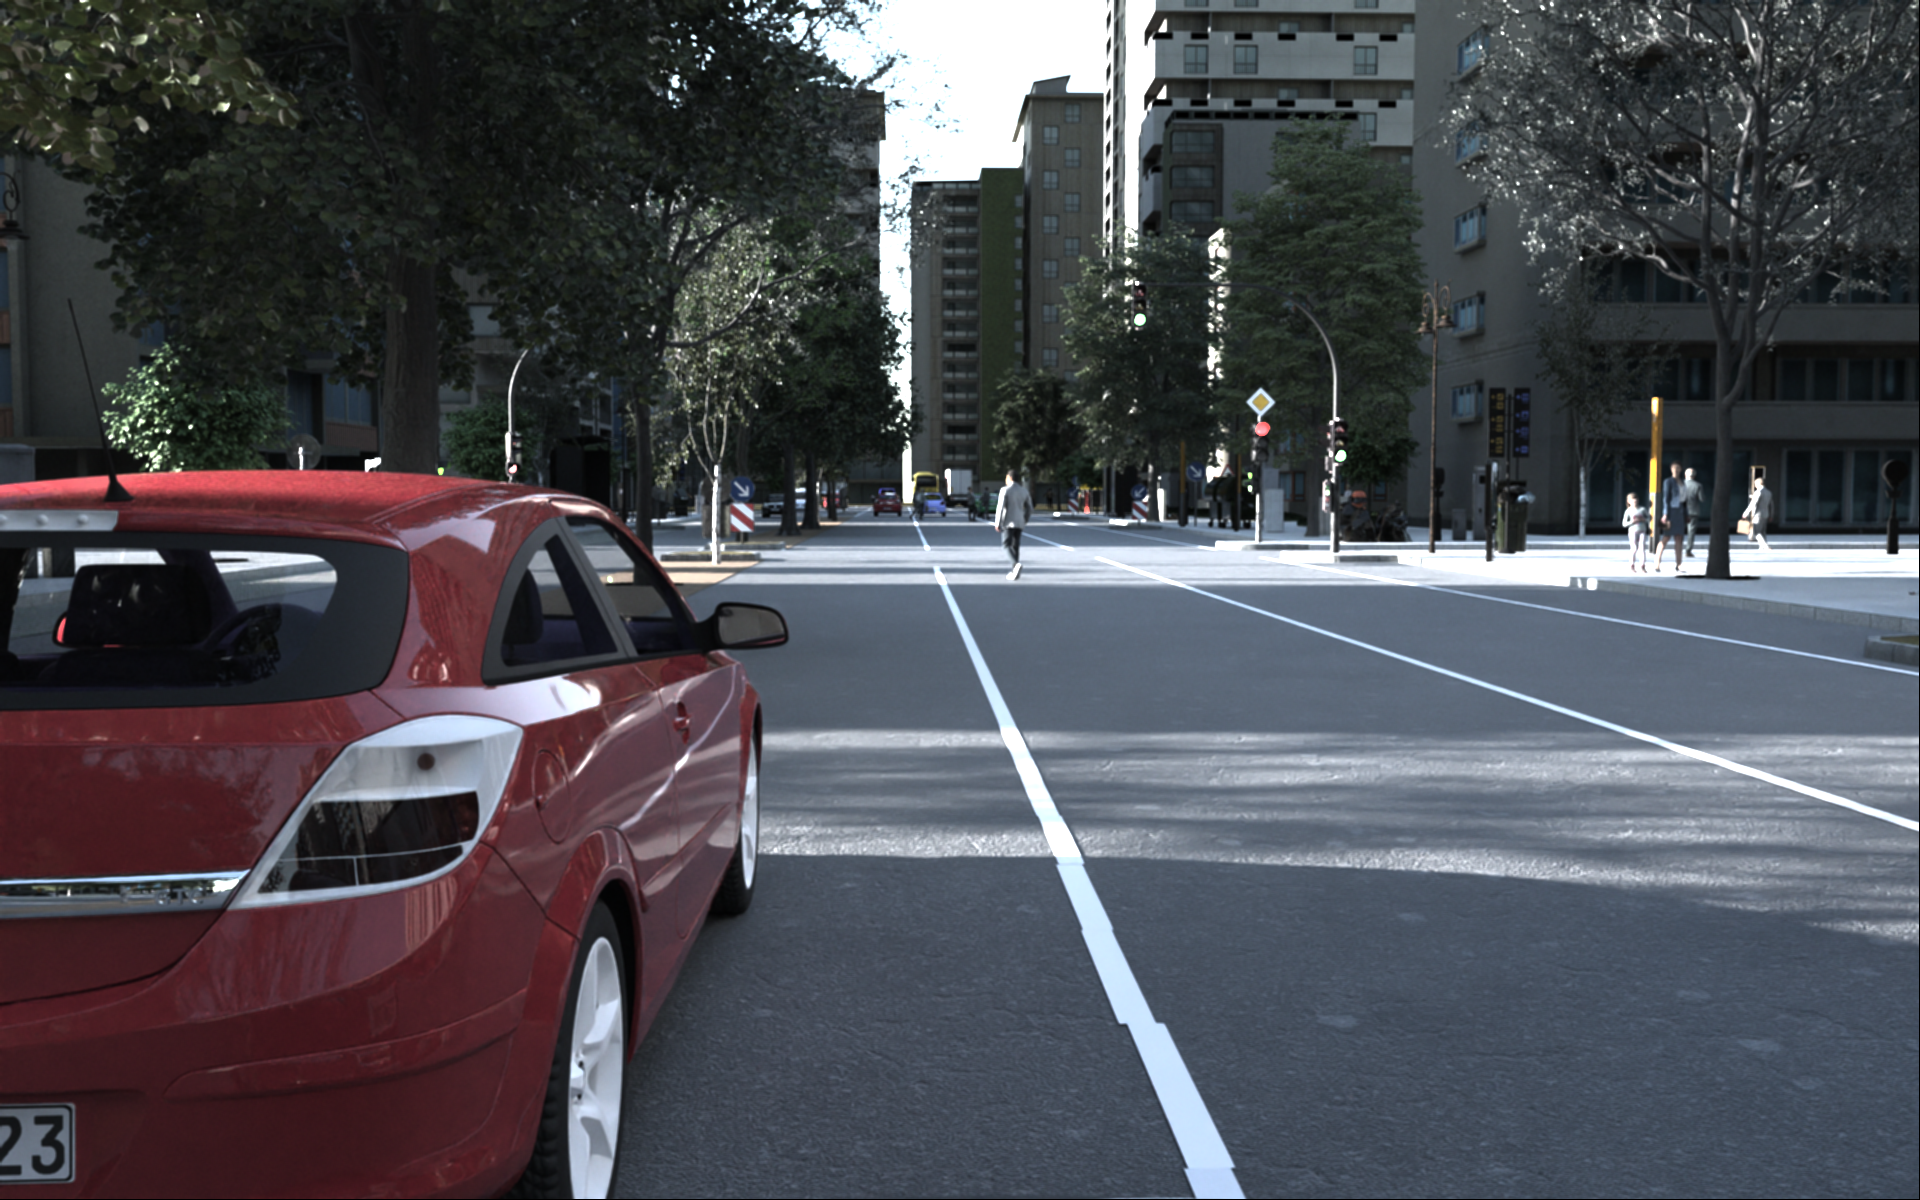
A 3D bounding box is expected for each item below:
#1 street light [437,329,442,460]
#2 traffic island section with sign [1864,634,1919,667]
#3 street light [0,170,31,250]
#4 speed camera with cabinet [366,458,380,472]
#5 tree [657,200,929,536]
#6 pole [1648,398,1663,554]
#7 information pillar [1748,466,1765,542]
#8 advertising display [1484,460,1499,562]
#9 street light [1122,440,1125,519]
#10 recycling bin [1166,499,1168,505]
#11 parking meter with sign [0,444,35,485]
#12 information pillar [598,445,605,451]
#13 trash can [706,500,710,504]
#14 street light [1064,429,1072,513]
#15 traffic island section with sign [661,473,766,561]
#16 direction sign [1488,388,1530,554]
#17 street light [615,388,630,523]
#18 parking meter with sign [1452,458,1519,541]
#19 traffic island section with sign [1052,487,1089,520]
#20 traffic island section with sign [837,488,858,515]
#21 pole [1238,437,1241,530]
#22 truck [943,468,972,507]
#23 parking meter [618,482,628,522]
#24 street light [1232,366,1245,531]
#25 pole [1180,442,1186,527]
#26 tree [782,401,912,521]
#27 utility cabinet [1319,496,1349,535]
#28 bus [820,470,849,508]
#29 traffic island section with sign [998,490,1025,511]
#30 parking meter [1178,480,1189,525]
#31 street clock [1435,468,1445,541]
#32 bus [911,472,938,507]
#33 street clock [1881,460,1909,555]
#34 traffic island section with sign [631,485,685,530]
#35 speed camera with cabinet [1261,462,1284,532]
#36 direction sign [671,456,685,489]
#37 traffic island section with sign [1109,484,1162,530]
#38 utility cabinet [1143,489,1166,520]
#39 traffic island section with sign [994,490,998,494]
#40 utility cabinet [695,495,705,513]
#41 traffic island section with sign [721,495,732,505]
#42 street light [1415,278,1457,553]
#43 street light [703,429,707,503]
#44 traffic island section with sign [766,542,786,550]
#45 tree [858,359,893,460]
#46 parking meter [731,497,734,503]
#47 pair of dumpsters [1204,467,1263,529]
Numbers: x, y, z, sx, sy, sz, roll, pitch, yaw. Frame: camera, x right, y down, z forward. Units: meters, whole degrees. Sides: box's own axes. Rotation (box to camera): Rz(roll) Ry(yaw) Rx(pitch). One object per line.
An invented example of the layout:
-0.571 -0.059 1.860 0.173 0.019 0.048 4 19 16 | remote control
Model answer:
-13.605 -4.423 45.109 0.468 5.910 1.993 0 4 -2 | street light
8.933 -0.373 14.730 1.989 1.847 2.006 0 4 -2 | traffic island section with sign
-13.002 -3.083 23.196 0.468 5.910 1.993 0 4 -2 | street light
-15.518 -3.112 45.216 2.038 3.252 0.660 2 4 34 | speed camera with cabinet
-5.864 -8.544 59.153 9.611 12.733 9.660 0 3 0 | tree
14.775 -2.625 36.769 0.158 3.312 0.155 0 3 0 | pole
21.191 -2.543 46.066 0.304 2.012 0.304 1 4 9 | information pillar
10.098 -1.695 32.923 0.123 1.923 0.974 2 4 24 | advertising display
8.492 -7.161 89.864 0.468 5.910 1.993 0 4 -2 | street light
10.546 -4.810 91.192 0.722 1.027 0.722 1 4 18 | recycling bin
-14.338 -1.825 26.092 0.543 3.016 1.738 3 4 38 | parking meter with sign
-16.851 -5.534 81.829 0.504 3.616 0.183 0 4 6 | information pillar
-16.584 -6.338 115.283 0.748 1.137 0.748 0 3 0 | trash can
7.504 -9.018 120.236 0.468 5.910 1.993 0 4 -2 | street light
-5.354 -1.797 37.517 2.006 1.907 1.989 0 4 -2 | traffic island section with sign
11.719 -2.754 37.022 0.876 3.537 0.379 0 4 -1 | direction sign
-14.739 -6.301 75.804 0.468 5.910 1.993 0 4 -2 | street light
14.452 -3.140 47.594 1.738 3.016 0.543 1 4 9 | parking meter with sign
6.190 -5.437 97.521 1.989 1.847 2.006 0 4 -2 | traffic island section with sign
-8.088 -6.843 120.017 2.006 1.907 1.989 0 4 -2 | traffic island section with sign
10.050 -4.196 62.452 0.158 3.312 0.155 0 3 0 | pole
-0.235 -12.296 189.953 2.839 4.237 11.283 0 4 -3 | truck
-15.768 -4.601 80.943 0.399 1.863 0.255 1 4 10 | parking meter
9.502 -5.298 59.418 0.468 5.910 1.993 0 4 -2 | street light
8.685 -4.503 67.475 0.158 3.312 0.155 0 3 0 | pole
-6.627 -9.473 91.747 8.767 10.594 7.601 0 4 -2 | tree
11.673 -2.626 54.104 1.020 1.237 0.306 -2 4 -31 | utility cabinet
-12.849 -11.396 177.870 2.896 3.916 12.252 0 4 -2 | bus
4.522 -8.526 148.022 1.989 1.847 2.006 0 4 -2 | traffic island section with sign
9.330 -4.069 72.244 0.399 1.863 0.255 -1 4 -15 | parking meter
13.046 -2.614 47.304 0.358 2.002 0.471 0 4 -1 | street clock
-3.880 -12.214 191.248 2.896 3.916 12.252 0 4 -3 | bus
19.826 -1.969 36.771 0.471 2.002 0.358 1 4 9 | street clock
-12.114 -3.733 69.666 1.989 1.847 2.006 0 4 -2 | traffic island section with sign
10.600 -3.939 58.743 0.660 3.252 2.038 0 4 4 | speed camera with cabinet
-16.841 -6.811 103.353 0.876 3.537 0.379 1 4 15 | direction sign
7.093 -3.781 70.455 1.989 1.847 2.006 0 4 -2 | traffic island section with sign
9.347 -4.561 83.258 1.173 1.500 0.318 3 5 41 | utility cabinet
3.631 -10.173 174.963 1.989 1.847 2.006 0 4 -2 | traffic island section with sign
-17.536 -6.544 118.150 1.020 1.237 0.306 0 4 -8 | utility cabinet
-13.014 -5.398 96.893 1.989 1.847 2.006 0 4 -2 | traffic island section with sign
10.212 -3.946 37.297 0.468 5.910 1.993 0 4 -2 | street light
-15.630 -8.162 106.236 0.468 5.910 1.993 0 4 -2 | street light
-5.590 -2.250 44.920 2.006 1.907 1.989 0 4 -2 | traffic island section with sign
-6.792 -9.689 78.994 7.486 12.596 7.792 0 3 0 | tree
-15.635 -6.810 119.757 0.372 1.533 0.369 0 3 0 | parking meter
10.314 -3.822 64.979 1.574 2.255 4.437 0 4 -2 | pair of dumpsters
